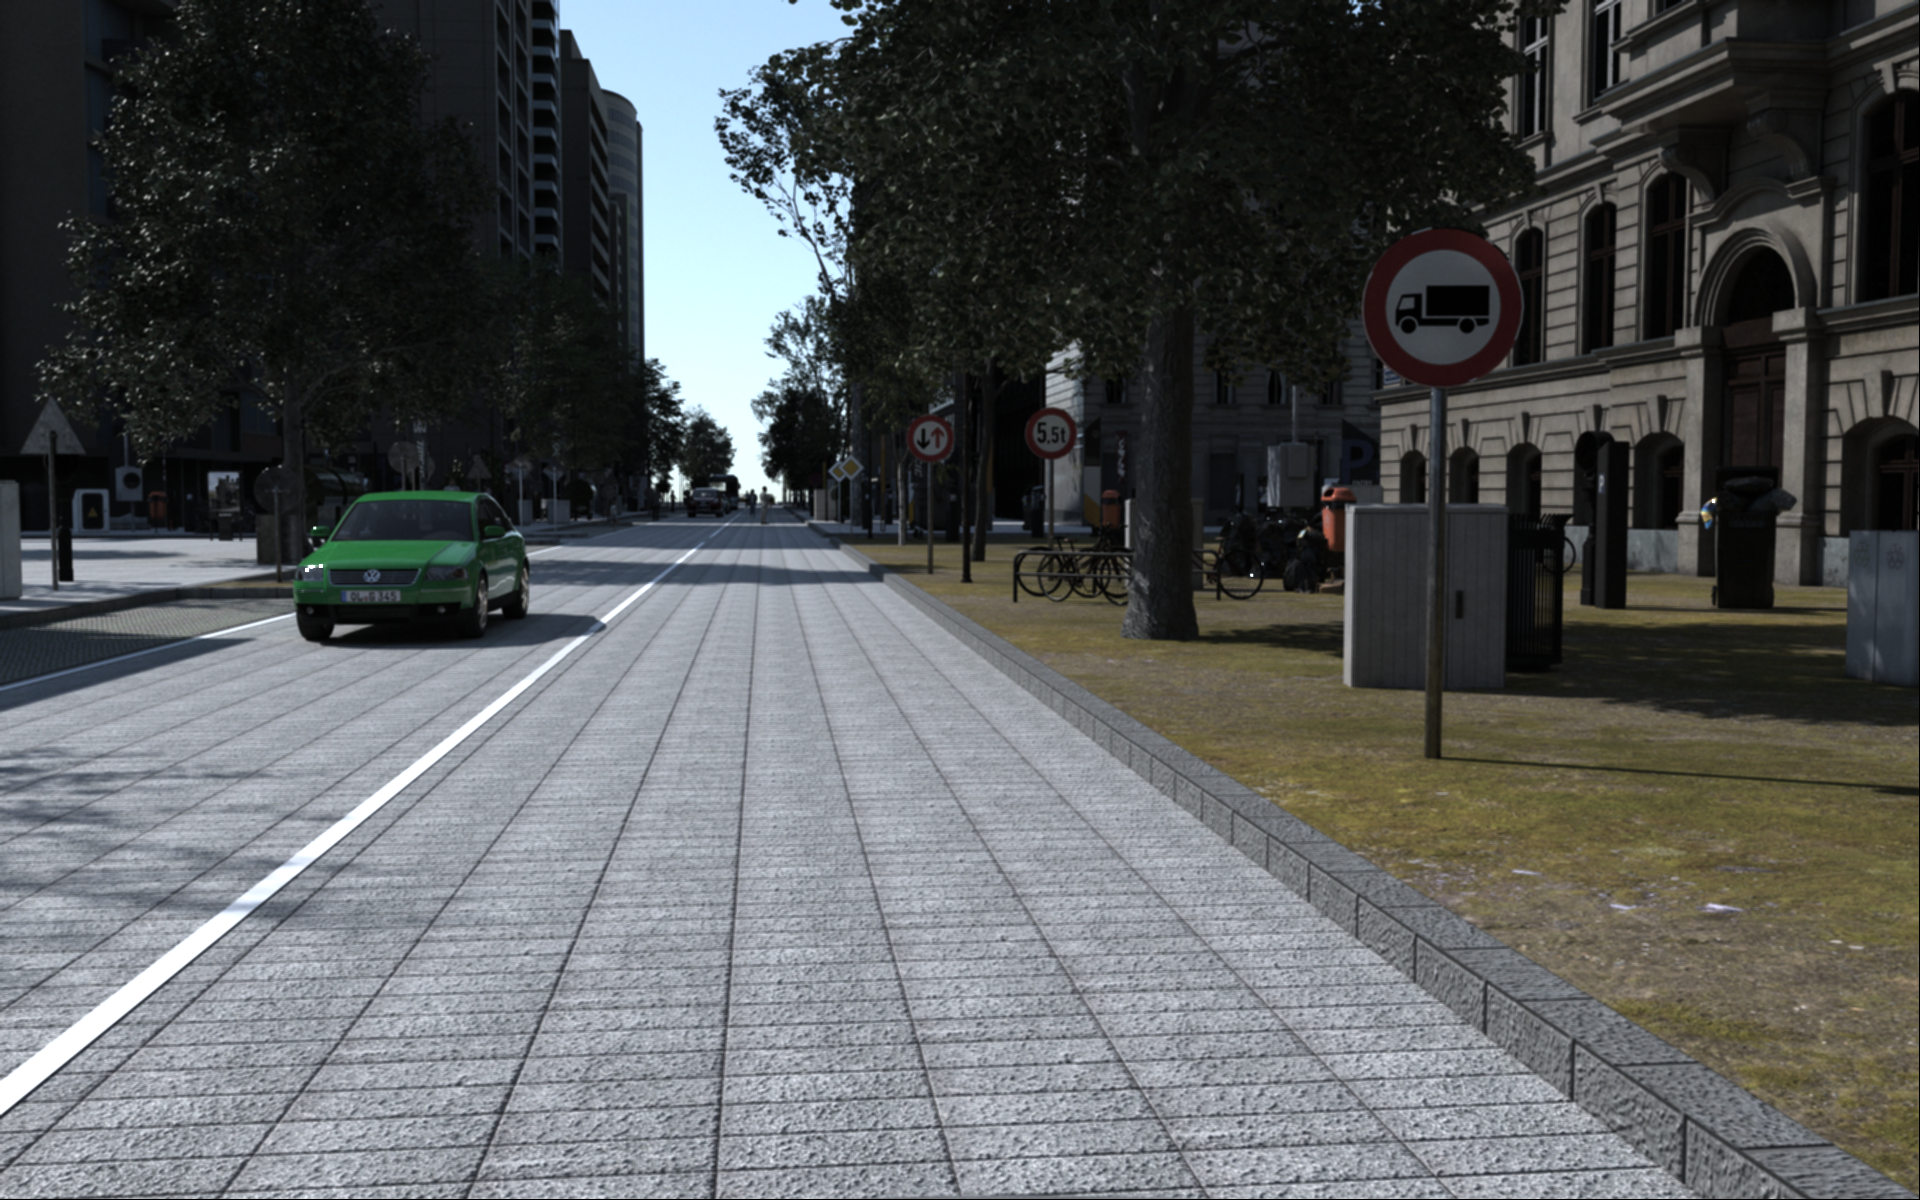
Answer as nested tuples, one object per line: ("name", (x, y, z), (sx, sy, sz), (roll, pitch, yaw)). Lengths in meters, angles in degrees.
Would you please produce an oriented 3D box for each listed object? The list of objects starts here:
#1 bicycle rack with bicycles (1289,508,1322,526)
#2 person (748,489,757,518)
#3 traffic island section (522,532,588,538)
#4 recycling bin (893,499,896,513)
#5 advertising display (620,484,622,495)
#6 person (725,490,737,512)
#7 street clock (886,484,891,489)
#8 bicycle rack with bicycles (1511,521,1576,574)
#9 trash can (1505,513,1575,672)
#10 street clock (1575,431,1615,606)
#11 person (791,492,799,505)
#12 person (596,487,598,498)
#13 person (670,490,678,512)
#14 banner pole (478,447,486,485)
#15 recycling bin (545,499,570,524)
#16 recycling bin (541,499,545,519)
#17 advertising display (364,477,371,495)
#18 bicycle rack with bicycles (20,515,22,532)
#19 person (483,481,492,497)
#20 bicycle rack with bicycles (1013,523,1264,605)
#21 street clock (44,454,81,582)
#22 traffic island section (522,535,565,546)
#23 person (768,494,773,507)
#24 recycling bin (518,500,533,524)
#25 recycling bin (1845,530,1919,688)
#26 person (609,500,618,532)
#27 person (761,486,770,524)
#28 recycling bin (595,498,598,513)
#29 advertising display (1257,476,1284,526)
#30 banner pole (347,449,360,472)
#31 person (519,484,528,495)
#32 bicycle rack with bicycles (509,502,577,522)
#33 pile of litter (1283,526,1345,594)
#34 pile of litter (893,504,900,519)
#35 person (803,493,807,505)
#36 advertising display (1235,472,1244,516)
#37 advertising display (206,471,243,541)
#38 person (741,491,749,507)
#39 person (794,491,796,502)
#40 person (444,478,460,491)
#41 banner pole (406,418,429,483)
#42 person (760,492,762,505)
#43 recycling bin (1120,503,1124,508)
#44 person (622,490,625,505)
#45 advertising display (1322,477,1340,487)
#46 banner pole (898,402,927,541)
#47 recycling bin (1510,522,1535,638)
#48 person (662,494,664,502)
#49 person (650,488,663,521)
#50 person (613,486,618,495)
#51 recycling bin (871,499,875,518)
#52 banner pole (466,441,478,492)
("bicycle rack with bicycles", (9.741, -1.947, 45.216), (2.852, 0.926, 2.925), (0, 4, 7))
("person", (-12.448, -5.795, 104.079), (0.563, 1.720, 0.643), (0, 4, 4))
("traffic island section", (-13.389, -2.133, 57.161), (2.009, 0.180, 2.903), (0, 4, -6))
("recycling bin", (-3.627, -5.172, 97.113), (0.722, 1.027, 0.722), (0, 4, 8))
("advertising display", (-22.216, -6.621, 113.463), (0.123, 1.923, 0.974), (-1, 4, -9))
("person", (-18.093, -7.751, 135.949), (1.217, 1.743, 0.721), (1, 4, 18))
("street clock", (-5.139, -7.413, 125.770), (0.358, 2.002, 0.471), (-3, 5, -40))
("bicycle rack with bicycles", (8.404, -0.892, 27.960), (2.925, 0.926, 2.852), (1, 4, 12))
("trash can", (4.083, -0.060, 12.639), (0.748, 1.137, 0.748), (0, 3, 0))
("street clock", (7.294, -0.939, 19.927), (0.358, 2.002, 0.471), (-1, 4, -14))
("person", (-19.369, -12.089, 203.677), (1.348, 1.826, 0.705), (-3, 5, -44))
("person", (-27.106, -7.533, 129.235), (0.654, 1.822, 0.581), (-1, 4, -21))
("person", (-22.634, -7.814, 136.962), (0.721, 1.736, 1.217), (-3, 4, -36))
("banner pole", (-25.516, -6.249, 92.195), (0.863, 3.779, 0.401), (-2, 4, -24))
("recycling bin", (-17.082, -3.745, 73.791), (0.722, 1.027, 0.722), (-3, 5, -39))
("recycling bin", (-21.165, -4.673, 88.957), (0.722, 1.027, 0.722), (3, 5, 43))
("advertising display", (-22.889, -3.742, 66.398), (0.974, 1.923, 0.123), (3, 5, 40))
("bicycle rack with bicycles", (-32.531, -2.675, 57.120), (2.852, 0.926, 2.925), (0, 4, 0))
("person", (-16.345, -3.265, 60.265), (0.643, 1.720, 0.563), (-2, 4, -29))
("bicycle rack with bicycles", (1.834, -0.456, 20.845), (2.925, 0.926, 2.852), (3, 4, 38))
("street clock", (-13.169, -1.277, 25.449), (0.471, 2.002, 0.358), (-2, 4, -32))
("traffic island section", (-12.497, -1.648, 49.226), (2.009, 0.180, 2.903), (0, 4, -6))
("person", (-20.768, -10.863, 189.335), (0.697, 1.427, 0.421), (3, 5, 42))
("recycling bin", (-19.131, -3.856, 75.599), (0.722, 1.027, 0.722), (1, 4, 10))
("recycling bin", (6.590, 0.045, 11.818), (0.722, 1.027, 0.722), (0, 4, -6))
("person", (-13.185, -3.189, 65.660), (0.382, 1.210, 0.505), (-3, 5, -42))
("person", (-9.176, -4.478, 81.900), (0.466, 1.800, 0.511), (-3, 5, -43))
("recycling bin", (-23.964, -6.323, 115.929), (0.722, 1.027, 0.722), (-3, 5, -43))
("advertising display", (11.201, -3.493, 62.330), (0.974, 1.923, 0.123), (0, 4, 7))
("banner pole", (-33.589, -6.496, 96.230), (0.863, 3.779, 0.401), (0, 4, -6))
("person", (-24.249, -5.504, 96.013), (0.580, 1.828, 0.573), (1, 4, 18))
("bicycle rack with bicycles", (-19.073, -4.007, 78.897), (2.925, 0.926, 2.852), (0, 4, -5))
("pile of litter", (4.937, -0.556, 23.048), (1.719, 0.858, 1.176), (-3, 5, -44))
("pile of litter", (-3.375, -4.681, 90.495), (1.176, 0.858, 1.719), (0, 4, -3))
("person", (-18.128, -11.813, 202.445), (1.065, 1.426, 0.557), (2, 4, 28))
("advertising display", (8.304, -2.827, 51.438), (0.123, 1.923, 0.974), (0, 4, 1))
("advertising display", (-20.226, -2.597, 47.668), (0.974, 1.923, 0.123), (0, 4, 6))
("person", (-23.670, -11.249, 192.402), (1.348, 1.826, 0.705), (-3, 5, -41))
("person", (-25.458, -15.925, 266.429), (1.348, 1.822, 0.705), (1, 4, 10))
("person", (-17.269, -3.245, 58.939), (0.661, 1.843, 0.795), (-1, 4, -14))
("banner pole", (-15.191, -3.568, 48.351), (0.863, 3.779, 0.401), (1, 4, 16))
("person", (-26.038, -13.346, 227.625), (0.541, 1.710, 0.530), (2, 4, 27))
("recycling bin", (4.581, -2.214, 48.753), (0.722, 1.027, 0.722), (-1, 4, -20))
("person", (-37.982, -11.600, 196.234), (0.750, 1.759, 0.617), (2, 4, 30))
("advertising display", (14.087, -3.658, 65.022), (0.974, 1.923, 0.123), (0, 4, -2))
("banner pole", (-1.301, -3.564, 48.291), (0.863, 3.779, 0.401), (2, 4, 23))
("recycling bin", (4.710, -0.194, 15.721), (0.722, 1.027, 0.722), (-1, 4, -14))
("person", (-46.894, -16.365, 273.568), (0.705, 1.831, 1.348), (-1, 4, -23))
("person", (-16.180, -5.097, 92.234), (0.661, 1.777, 0.834), (-1, 4, -16))
("person", (-22.987, -6.679, 115.426), (0.466, 1.800, 0.511), (2, 4, 28))
("recycling bin", (-5.051, -5.033, 94.846), (0.722, 1.027, 0.722), (0, 4, -6))
("banner pole", (-22.942, -5.560, 80.921), (0.401, 3.779, 0.863), (-2, 4, -26))
